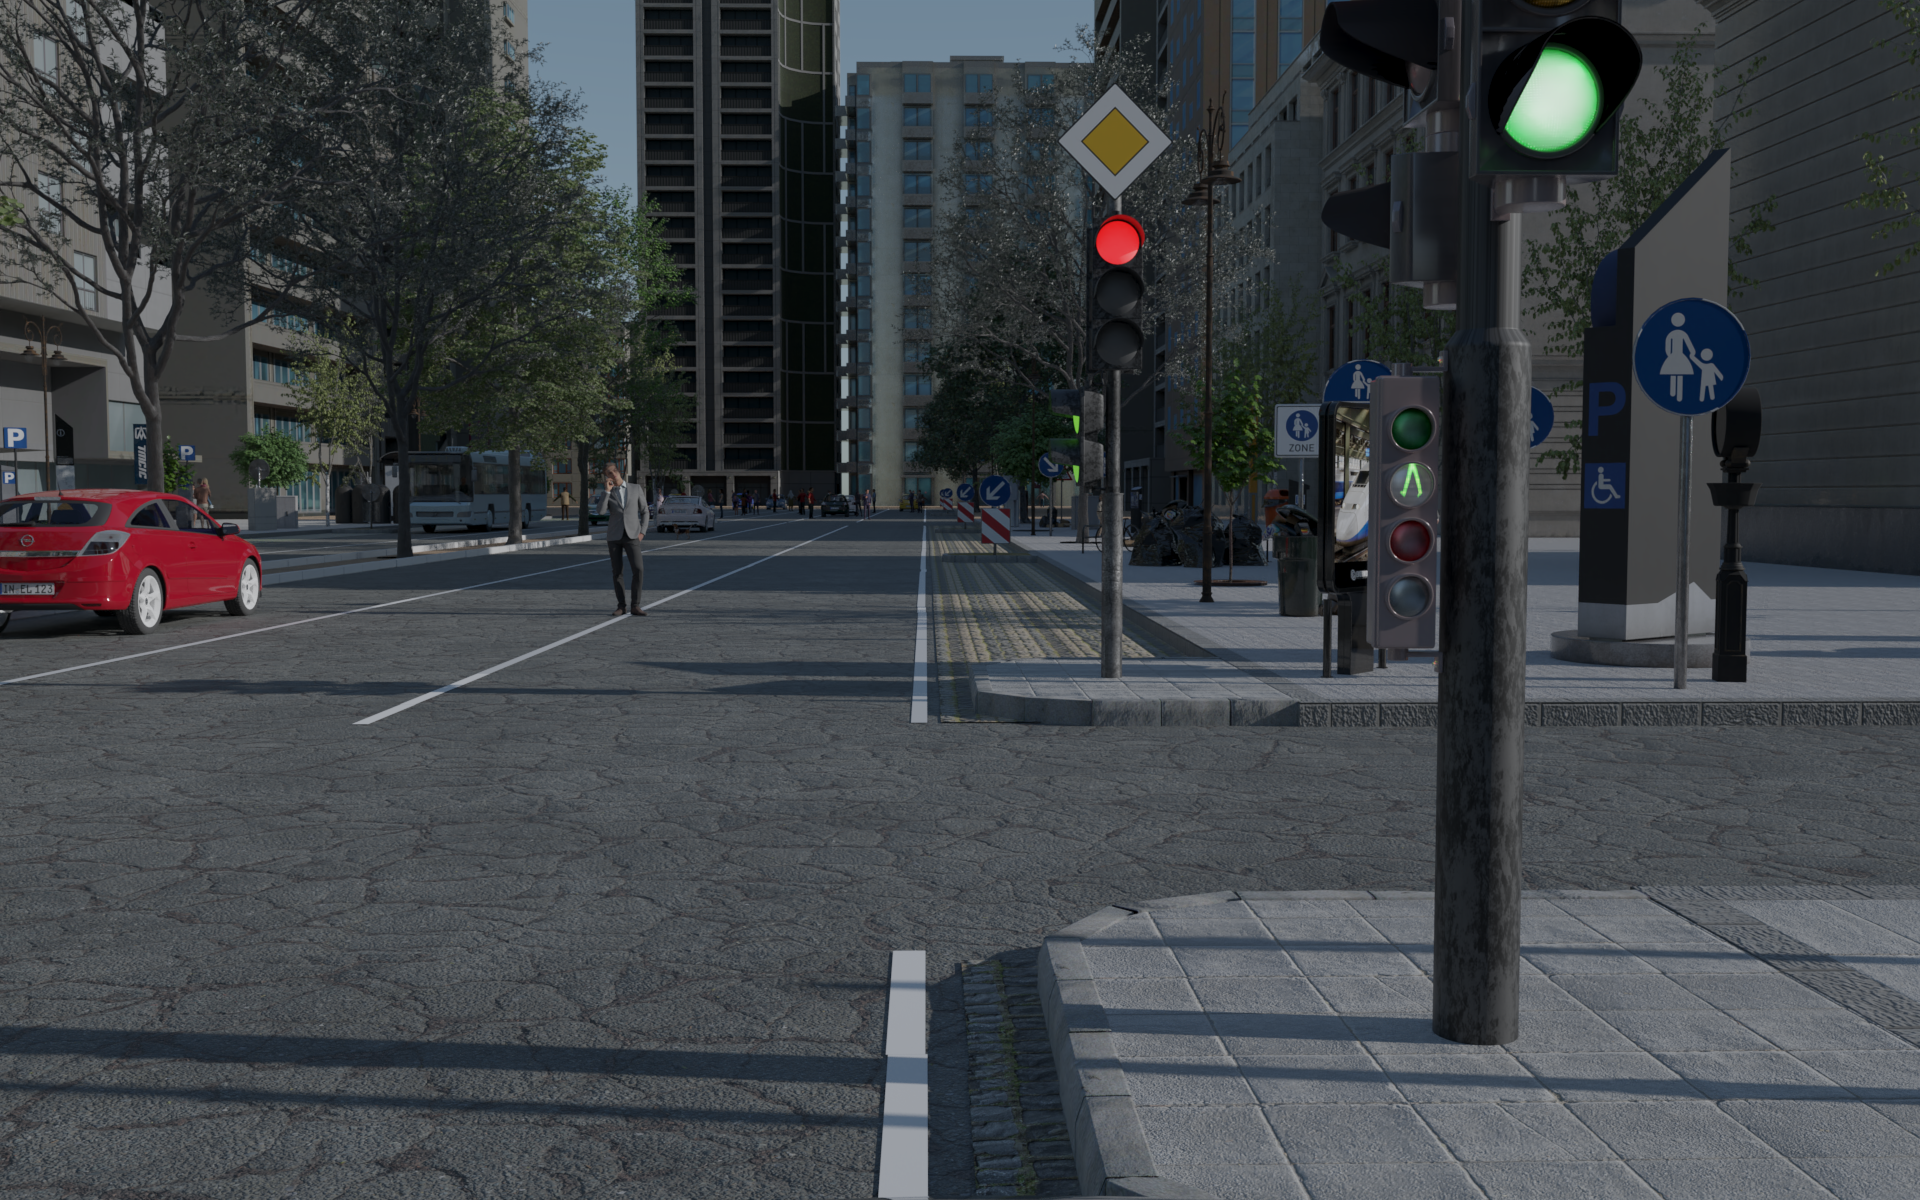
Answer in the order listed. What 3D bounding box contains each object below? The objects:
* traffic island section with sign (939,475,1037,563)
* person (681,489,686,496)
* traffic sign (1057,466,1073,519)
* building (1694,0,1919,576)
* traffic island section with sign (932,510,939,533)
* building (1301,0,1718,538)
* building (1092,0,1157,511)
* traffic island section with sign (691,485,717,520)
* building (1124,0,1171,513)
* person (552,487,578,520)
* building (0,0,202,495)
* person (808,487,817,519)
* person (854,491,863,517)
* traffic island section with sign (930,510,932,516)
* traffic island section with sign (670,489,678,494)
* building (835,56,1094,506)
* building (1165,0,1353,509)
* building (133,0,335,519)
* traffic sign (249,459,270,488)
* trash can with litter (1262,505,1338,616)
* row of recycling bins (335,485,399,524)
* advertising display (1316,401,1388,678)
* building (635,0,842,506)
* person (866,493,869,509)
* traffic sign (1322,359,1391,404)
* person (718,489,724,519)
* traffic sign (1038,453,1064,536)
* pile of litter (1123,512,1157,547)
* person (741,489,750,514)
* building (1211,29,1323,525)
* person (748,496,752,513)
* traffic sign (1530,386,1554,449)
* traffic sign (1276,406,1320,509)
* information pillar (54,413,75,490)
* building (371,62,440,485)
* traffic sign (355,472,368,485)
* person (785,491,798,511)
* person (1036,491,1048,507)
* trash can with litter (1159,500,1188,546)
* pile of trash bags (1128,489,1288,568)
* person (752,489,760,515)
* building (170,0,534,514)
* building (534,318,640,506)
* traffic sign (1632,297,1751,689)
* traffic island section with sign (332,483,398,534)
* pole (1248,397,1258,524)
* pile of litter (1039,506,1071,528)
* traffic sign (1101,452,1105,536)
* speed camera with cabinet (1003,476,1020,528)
[{"bbox_3d":[0.613,-1.718,36.724,1.989,1.847,2.006,0,4,-1],"label":"traffic island section with sign"},{"bbox_3d":[-17.304,-6.093,108.060,0.705,1.831,1.348,-2,4,-34],"label":"person"},{"bbox_3d":[3.988,-4.161,68.035,0.884,2.594,0.081,0,4,8],"label":"traffic sign"},{"bbox_3d":[27.078,-14.143,28.497,25.104,27.353,12.463,0,4,-1],"label":"building"},{"bbox_3d":[0.078,-3.367,63.674,1.989,1.847,2.006,0,4,-1],"label":"traffic island section with sign"},{"bbox_3d":[19.772,-13.685,59.901,11.583,22.565,21.152,0,4,-1],"label":"building"},{"bbox_3d":[22.476,-31.629,140.830,21.300,48.544,21.600,0,4,-1],"label":"building"},{"bbox_3d":[-13.197,-4.803,86.663,2.006,1.907,1.989,0,4,-1],"label":"traffic island section with sign"},{"bbox_3d":[22.799,-41.618,118.698,20.563,71.187,20.611,0,4,-1],"label":"building"},{"bbox_3d":[-21.605,-5.268,94.727,1.348,1.812,0.705,-1,4,-16],"label":"person"},{"bbox_3d":[-49.178,-29.230,67.149,28.713,52.752,27.495,0,4,-1],"label":"building"},{"bbox_3d":[-8.461,-5.535,98.939,0.705,1.831,1.348,1,4,12],"label":"person"},{"bbox_3d":[-6.418,-6.093,109.590,0.415,1.643,0.593,3,5,44],"label":"person"},{"bbox_3d":[-0.914,-6.437,113.865,1.989,1.847,2.006,0,4,-1],"label":"traffic island section with sign"},{"bbox_3d":[-23.160,-8.059,140.398,1.989,1.847,2.006,0,4,-1],"label":"traffic island section with sign"},{"bbox_3d":[1.706,-35.019,192.162,30.456,49.044,23.786,0,4,-1],"label":"building"},{"bbox_3d":[20.079,-27.642,102.058,14.600,45.320,14.200,0,4,-1],"label":"building"},{"bbox_3d":[-46.758,-28.909,96.361,21.300,48.544,21.600,0,4,-1],"label":"building"},{"bbox_3d":[-25.326,-3.822,62.603,0.768,2.556,0.104,0,4,3],"label":"traffic sign"},{"bbox_3d":[3.779,-0.426,18.358,1.055,1.170,0.624,-2,4,-26],"label":"trash can with litter"},{"bbox_3d":[-25.462,-4.160,75.135,3.534,1.692,1.069,1,4,10],"label":"row of recycling bins"},{"bbox_3d":[2.840,-0.438,12.380,0.123,1.923,0.974,3,5,40],"label":"advertising display"},{"bbox_3d":[-23.867,-46.011,190.529,20.611,71.187,20.563,0,4,-1],"label":"building"},{"bbox_3d":[-9.008,-9.716,167.342,0.705,1.826,1.348,2,4,32],"label":"person"},{"bbox_3d":[3.805,-1.000,16.462,0.768,2.556,0.104,0,4,-1],"label":"traffic sign"},{"bbox_3d":[-13.970,-5.602,100.806,0.721,1.735,1.217,0,4,-8],"label":"person"},{"bbox_3d":[2.756,-3.205,52.509,0.768,2.556,0.104,0,4,-1],"label":"traffic sign"},{"bbox_3d":[4.488,-1.720,42.081,1.176,0.858,1.719,-2,4,-28],"label":"pile of litter"},{"bbox_3d":[-15.627,-7.175,125.839,0.705,1.821,1.348,1,4,20],"label":"person"},{"bbox_3d":[17.838,-13.733,79.294,10.420,20.320,16.860,0,4,-1],"label":"building"},{"bbox_3d":[-16.314,-7.495,134.266,0.599,1.433,0.991,1,4,12],"label":"person"},{"bbox_3d":[6.507,-1.229,20.202,0.768,2.556,0.104,0,4,6],"label":"traffic sign"},{"bbox_3d":[3.889,-1.079,19.767,0.606,2.300,0.079,0,4,7],"label":"traffic sign"},{"bbox_3d":[-26.060,-3.612,50.416,0.504,3.616,0.183,-3,5,-40],"label":"information pillar"},{"bbox_3d":[-43.701,-20.997,115.001,14.160,30.474,14.107,0,4,-1],"label":"building"},{"bbox_3d":[-27.590,-4.754,79.855,0.606,2.300,0.079,0,4,5],"label":"traffic sign"},{"bbox_3d":[-14.225,-8.375,146.159,1.217,1.736,0.721,2,4,27],"label":"person"},{"bbox_3d":[8.064,-9.803,169.494,1.217,1.736,0.721,1,4,10],"label":"person"},{"bbox_3d":[4.027,-1.391,34.134,0.624,1.170,1.055,-2,4,-31],"label":"trash can with litter"},{"bbox_3d":[4.822,-1.331,31.517,3.447,1.369,1.912,-3,4,-38],"label":"pile of trash bags"},{"bbox_3d":[-14.155,-6.810,120.381,0.617,1.759,0.750,-1,4,-12],"label":"person"},{"bbox_3d":[-47.517,-31.542,139.415,21.600,48.544,21.300,0,4,-1],"label":"building"},{"bbox_3d":[-49.673,-21.381,194.626,28.899,21.520,27.650,0,4,-1],"label":"building"},{"bbox_3d":[4.748,-0.687,11.341,0.768,2.556,0.104,0,4,0],"label":"traffic sign"},{"bbox_3d":[-21.638,-3.341,63.257,1.989,1.847,2.006,0,4,-1],"label":"traffic island section with sign"},{"bbox_3d":[6.169,-2.607,36.463,0.158,3.312,0.155,0,3,0],"label":"pole"},{"bbox_3d":[3.754,-3.222,66.650,1.719,0.858,1.176,-2,4,-29],"label":"pile of litter"},{"bbox_3d":[4.275,-3.174,51.997,0.768,2.556,0.104,0,4,6],"label":"traffic sign"},{"bbox_3d":[1.996,-4.454,67.160,0.660,3.252,2.038,0,4,4],"label":"speed camera with cabinet"}]
